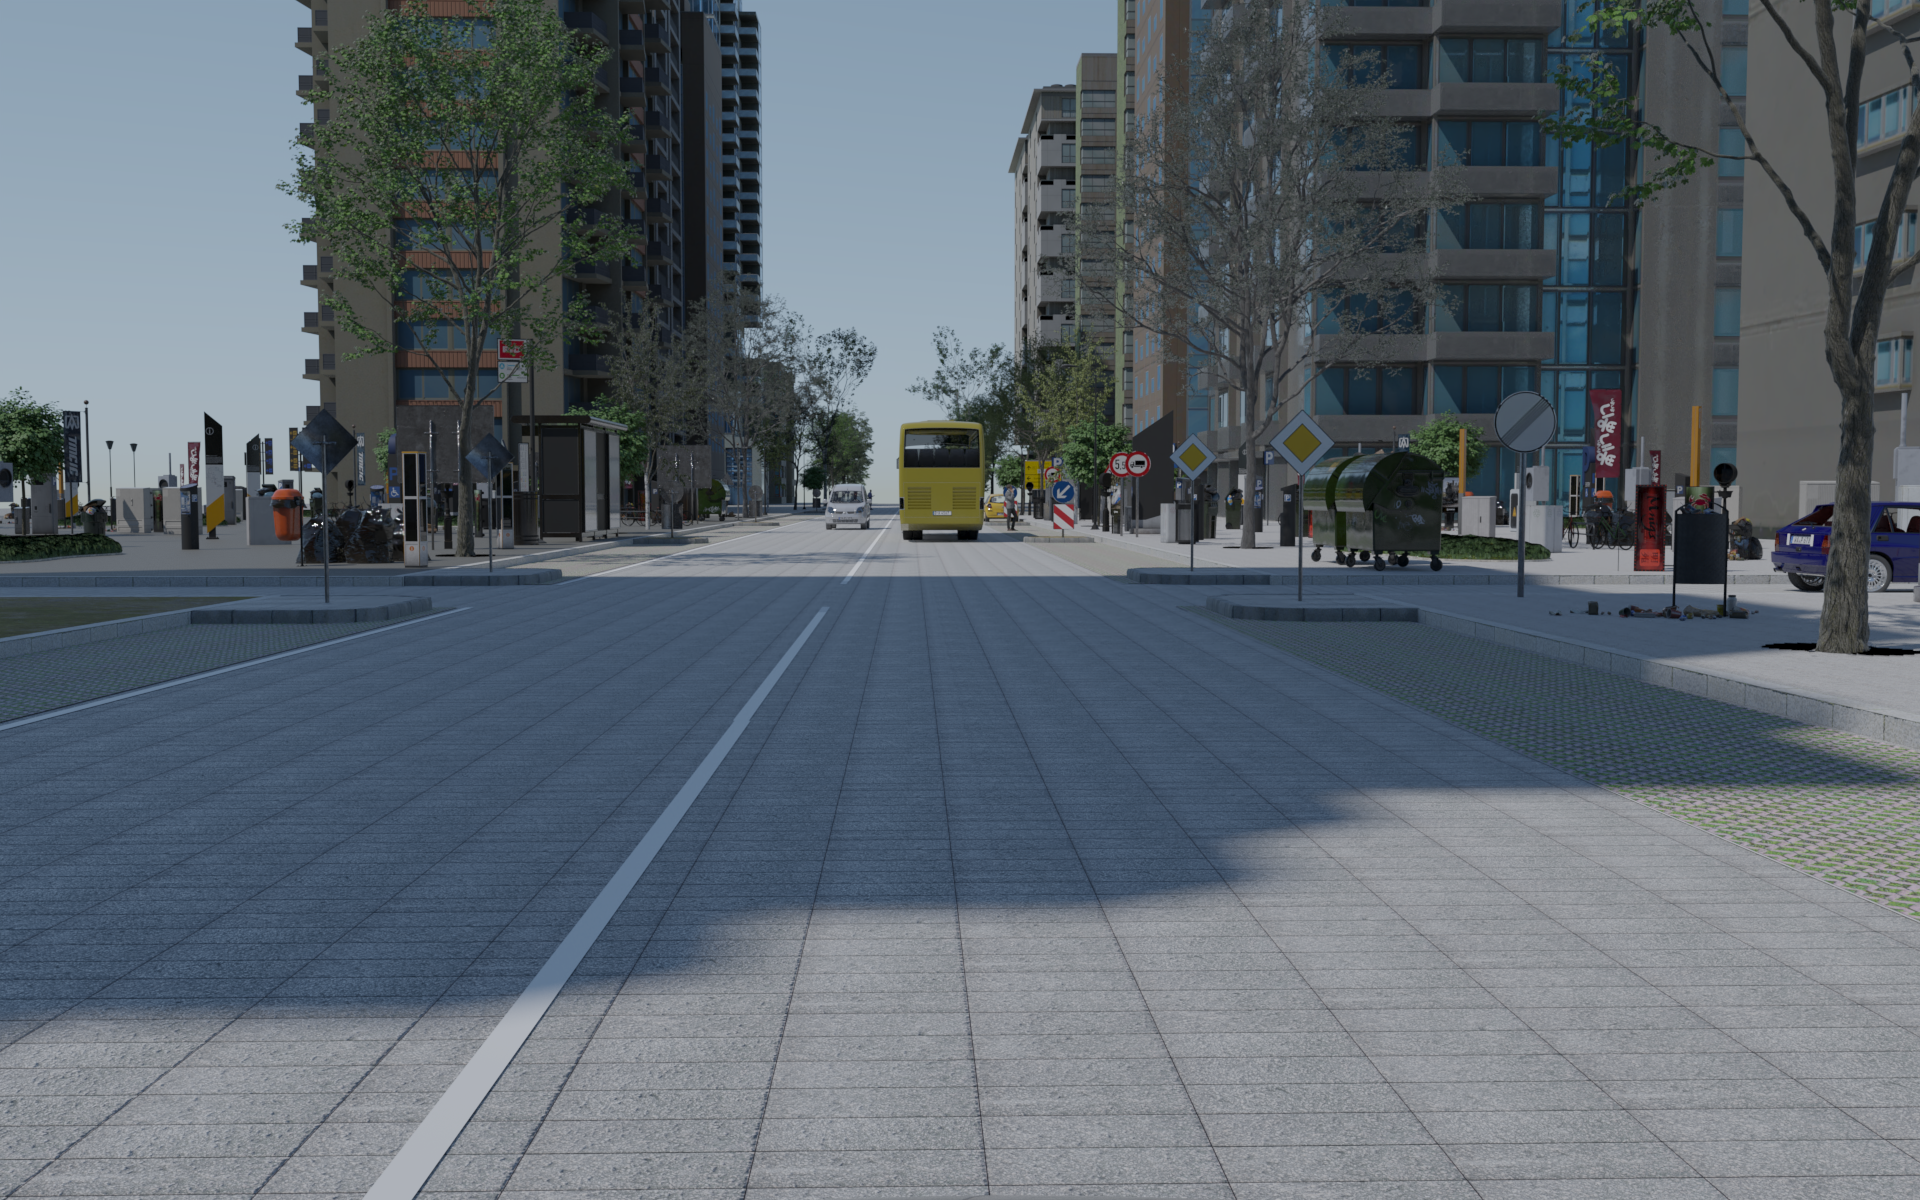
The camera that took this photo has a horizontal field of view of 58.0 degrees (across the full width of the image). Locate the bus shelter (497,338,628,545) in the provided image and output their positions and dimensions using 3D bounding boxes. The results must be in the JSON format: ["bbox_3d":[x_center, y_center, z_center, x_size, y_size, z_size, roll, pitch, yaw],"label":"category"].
[{"bbox_3d":[-10.898,-4.267,47.396,2.179,5.291,8.768,0,4,-2],"label":"bus shelter"}]

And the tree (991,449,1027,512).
[{"bbox_3d":[3.828,-8.686,125.721,4.285,4.588,4.351,0,3,0],"label":"tree"}]

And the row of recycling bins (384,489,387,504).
[{"bbox_3d":[-31.776,-5.607,98.784,1.069,1.692,3.534,0,4,5],"label":"row of recycling bins"}]

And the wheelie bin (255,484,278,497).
[{"bbox_3d":[-21.413,-2.801,53.708,0.980,1.594,0.693,2,4,33],"label":"wheelie bin"}]

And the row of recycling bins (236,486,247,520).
[{"bbox_3d":[-36.103,-4.817,85.874,1.069,1.692,3.534,0,4,-4],"label":"row of recycling bins"}]

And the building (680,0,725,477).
[{"bbox_3d":[-29.458,-31.138,159.209,14.600,45.320,14.200,0,4,-2],"label":"building"}]

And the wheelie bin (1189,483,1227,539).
[{"bbox_3d":[7.047,-2.557,49.711,0.693,1.594,0.980,3,4,38],"label":"wheelie bin"}]

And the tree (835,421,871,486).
[{"bbox_3d":[-17.337,-21.006,261.579,7.486,12.596,7.792,0,3,0],"label":"tree"}]

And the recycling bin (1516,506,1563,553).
[{"bbox_3d":[12.665,-1.547,37.856,0.722,1.027,0.722,-3,4,-38],"label":"recycling bin"}]

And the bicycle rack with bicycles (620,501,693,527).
[{"bbox_3d":[-12.501,-3.415,69.209,2.925,0.926,2.852,2,4,33],"label":"bicycle rack with bicycles"}]

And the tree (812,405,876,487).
[{"bbox_3d":[-16.883,-20.940,249.030,9.857,13.997,8.962,0,3,0],"label":"tree"}]

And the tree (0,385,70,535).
[{"bbox_3d":[-28.450,-4.198,52.352,4.285,4.588,4.351,0,3,0],"label":"tree"}]

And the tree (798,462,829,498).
[{"bbox_3d":[-14.469,-11.509,171.880,4.285,4.588,4.351,0,3,0],"label":"tree"}]

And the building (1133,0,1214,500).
[{"bbox_3d":[19.032,-28.234,111.731,14.600,45.320,14.200,0,4,-2],"label":"building"}]

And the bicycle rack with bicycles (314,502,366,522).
[{"bbox_3d":[-27.448,-3.918,77.443,2.925,0.926,2.852,-3,5,-43],"label":"bicycle rack with bicycles"}]

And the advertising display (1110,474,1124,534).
[{"bbox_3d":[5.035,-3.074,55.475,0.123,1.923,0.974,-1,4,-14],"label":"advertising display"}]

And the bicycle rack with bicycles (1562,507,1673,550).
[{"bbox_3d":[15.368,-1.658,40.497,2.852,0.926,2.925,0,4,4],"label":"bicycle rack with bicycles"}]

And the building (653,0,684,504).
[{"bbox_3d":[-31.371,-42.977,140.933,20.563,71.187,20.611,0,4,-2],"label":"building"}]

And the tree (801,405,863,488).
[{"bbox_3d":[-14.928,-16.906,202.167,9.928,11.665,9.643,0,3,0],"label":"tree"}]

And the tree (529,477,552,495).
[{"bbox_3d":[-18.546,-5.131,78.492,1.663,3.219,1.824,0,3,0],"label":"tree"}]

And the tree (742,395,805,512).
[{"bbox_3d":[-13.242,-10.434,120.960,4.737,8.622,4.395,0,3,0],"label":"tree"}]

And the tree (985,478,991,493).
[{"bbox_3d":[2.416,-11.149,176.892,1.663,3.219,1.824,0,3,0],"label":"tree"}]

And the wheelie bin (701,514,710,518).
[{"bbox_3d":[-13.545,-5.120,91.628,0.693,1.594,0.980,2,4,32],"label":"wheelie bin"}]

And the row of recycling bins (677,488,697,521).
[{"bbox_3d":[-13.370,-4.734,84.514,1.069,1.692,3.534,0,4,3],"label":"row of recycling bins"}]

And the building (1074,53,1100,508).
[{"bbox_3d":[17.801,-29.422,164.636,14.154,41.232,14.086,0,4,-2],"label":"building"}]

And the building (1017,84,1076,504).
[{"bbox_3d":[22.882,-38.652,221.196,28.713,52.752,27.495,0,4,-2],"label":"building"}]

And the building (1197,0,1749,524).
[{"bbox_3d":[24.584,-28.646,87.968,23.786,49.044,30.456,0,4,-2],"label":"building"}]

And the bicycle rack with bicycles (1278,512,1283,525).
[{"bbox_3d":[13.028,-3.102,64.101,2.925,0.926,2.852,3,5,40],"label":"bicycle rack with bicycles"}]

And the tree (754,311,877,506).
[{"bbox_3d":[-15.223,-19.837,180.229,12.611,20.169,13.585,0,3,0],"label":"tree"}]

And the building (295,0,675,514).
[{"bbox_3d":[-31.470,-28.261,116.687,22.147,44.769,28.867,0,4,-2],"label":"building"}]

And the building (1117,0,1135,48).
[{"bbox_3d":[18.188,-27.073,126.231,14.154,41.232,14.086,0,4,-2],"label":"building"}]

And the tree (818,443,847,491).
[{"bbox_3d":[-16.339,-16.768,224.513,4.360,8.622,3.978,0,3,0],"label":"tree"}]

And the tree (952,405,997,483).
[{"bbox_3d":[1.570,-18.179,215.361,7.486,12.596,7.792,0,3,0],"label":"tree"}]

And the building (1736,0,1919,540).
[{"bbox_3d":[33.325,-25.784,45.267,21.600,48.544,21.300,0,4,-2],"label":"building"}]

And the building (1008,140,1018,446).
[{"bbox_3d":[21.981,-40.388,249.579,28.713,52.752,27.495,0,4,-2],"label":"building"}]

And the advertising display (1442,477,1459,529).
[{"bbox_3d":[18.137,-3.605,64.162,0.974,1.923,0.123,-2,4,-24],"label":"advertising display"}]

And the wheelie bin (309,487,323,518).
[{"bbox_3d":[-30.419,-4.534,82.032,0.693,1.594,0.980,-3,5,-44],"label":"wheelie bin"}]

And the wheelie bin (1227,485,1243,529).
[{"bbox_3d":[9.954,-3.368,62.976,0.693,1.594,0.980,1,4,8],"label":"wheelie bin"}]

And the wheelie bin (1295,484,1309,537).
[{"bbox_3d":[10.318,-2.679,51.718,0.980,1.594,0.693,0,4,8],"label":"wheelie bin"}]

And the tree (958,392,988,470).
[{"bbox_3d":[3.149,-14.673,165.654,9.928,11.665,9.643,0,3,0],"label":"tree"}]

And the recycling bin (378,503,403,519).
[{"bbox_3d":[-15.033,-2.058,46.206,0.722,1.027,0.722,0,4,4],"label":"recycling bin"}]

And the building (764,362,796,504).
[{"bbox_3d":[-37.559,-24.156,239.986,27.650,21.520,28.899,0,4,-2],"label":"building"}]

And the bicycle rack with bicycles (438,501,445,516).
[{"bbox_3d":[-27.426,-4.637,89.189,2.852,0.926,2.925,2,4,33],"label":"bicycle rack with bicycles"}]

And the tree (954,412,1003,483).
[{"bbox_3d":[1.006,-19.164,230.339,9.611,12.733,9.660,0,3,0],"label":"tree"}]

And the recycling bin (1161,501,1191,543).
[{"bbox_3d":[5.694,-2.014,45.478,0.722,1.027,0.722,0,4,-7],"label":"recycling bin"}]

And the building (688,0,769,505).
[{"bbox_3d":[-34.023,-54.758,207.971,22.319,86.520,31.000,0,4,-2],"label":"building"}]

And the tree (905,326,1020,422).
[{"bbox_3d":[-0.271,-20.840,196.618,12.611,20.169,13.585,0,3,0],"label":"tree"}]

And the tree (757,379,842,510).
[{"bbox_3d":[-13.045,-12.586,140.188,7.601,10.594,8.767,0,4,8],"label":"tree"}]

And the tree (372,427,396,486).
[{"bbox_3d":[-23.251,-5.495,73.565,4.285,4.588,4.351,0,3,0],"label":"tree"}]
